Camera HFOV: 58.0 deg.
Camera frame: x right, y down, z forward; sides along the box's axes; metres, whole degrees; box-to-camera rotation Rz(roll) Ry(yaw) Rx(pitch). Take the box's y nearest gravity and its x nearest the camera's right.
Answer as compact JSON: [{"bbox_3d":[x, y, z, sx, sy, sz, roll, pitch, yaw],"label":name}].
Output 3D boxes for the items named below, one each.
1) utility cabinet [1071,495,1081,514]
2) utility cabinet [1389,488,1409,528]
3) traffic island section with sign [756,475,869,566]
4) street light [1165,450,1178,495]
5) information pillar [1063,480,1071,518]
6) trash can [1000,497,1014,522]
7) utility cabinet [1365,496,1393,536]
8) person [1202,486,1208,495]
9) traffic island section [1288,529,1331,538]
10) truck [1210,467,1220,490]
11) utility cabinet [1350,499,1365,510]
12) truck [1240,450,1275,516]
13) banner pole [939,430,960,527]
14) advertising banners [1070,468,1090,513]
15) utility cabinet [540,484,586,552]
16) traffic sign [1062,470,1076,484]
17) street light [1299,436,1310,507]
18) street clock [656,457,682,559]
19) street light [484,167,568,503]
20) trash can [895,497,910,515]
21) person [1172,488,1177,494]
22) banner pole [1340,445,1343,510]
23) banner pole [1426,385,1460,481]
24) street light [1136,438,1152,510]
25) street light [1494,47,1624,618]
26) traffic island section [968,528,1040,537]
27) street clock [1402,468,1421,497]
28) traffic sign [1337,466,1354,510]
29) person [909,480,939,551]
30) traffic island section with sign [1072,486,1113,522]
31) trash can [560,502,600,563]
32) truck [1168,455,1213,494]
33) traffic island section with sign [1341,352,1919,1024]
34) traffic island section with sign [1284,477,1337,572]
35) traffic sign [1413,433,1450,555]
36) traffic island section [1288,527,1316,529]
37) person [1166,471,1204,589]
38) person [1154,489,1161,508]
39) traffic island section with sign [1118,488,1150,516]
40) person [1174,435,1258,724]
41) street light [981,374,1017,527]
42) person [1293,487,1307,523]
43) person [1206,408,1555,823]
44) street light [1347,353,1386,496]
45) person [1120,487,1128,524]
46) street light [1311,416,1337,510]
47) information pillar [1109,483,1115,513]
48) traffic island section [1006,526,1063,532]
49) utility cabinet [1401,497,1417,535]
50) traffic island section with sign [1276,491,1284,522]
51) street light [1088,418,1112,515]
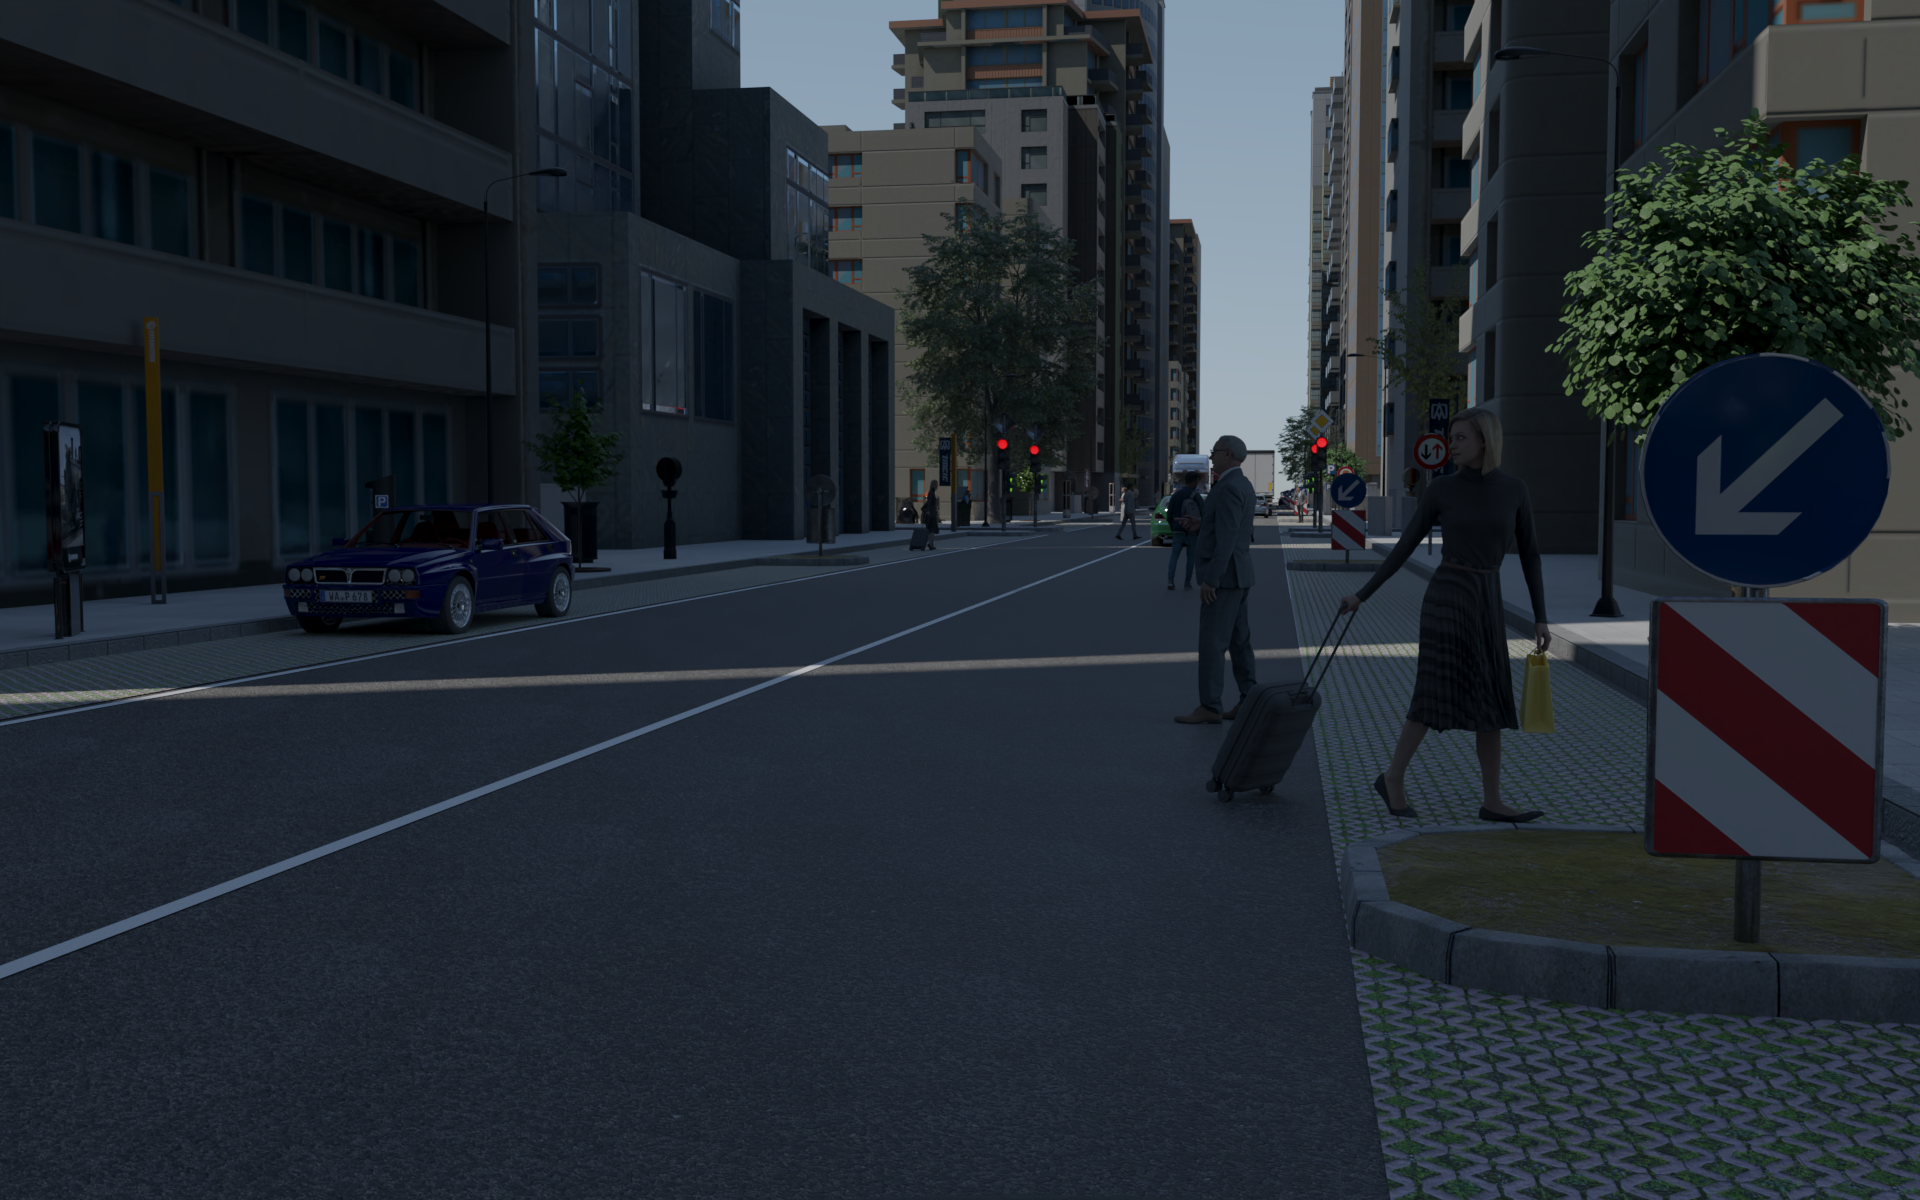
[{"bbox_3d":[7.640,-6.308,114.299,0.306,1.237,1.020,2,4,31],"label":"utility cabinet"},{"bbox_3d":[16.435,-3.440,64.921,0.318,1.500,1.173,3,4,38],"label":"utility cabinet"},{"bbox_3d":[-2.920,-1.624,35.175,1.989,1.847,2.006,1,4,10],"label":"traffic island section with sign"},{"bbox_3d":[22.170,-12.804,181.882,1.470,5.913,1.316,1,4,10],"label":"street light"},{"bbox_3d":[5.670,-5.356,92.055,0.304,2.012,0.304,-2,4,-32],"label":"information pillar"},{"bbox_3d":[2.085,-4.116,78.947,0.748,1.137,0.748,0,3,0],"label":"trash can"},{"bbox_3d":[12.959,-2.585,53.427,0.306,1.237,1.020,-1,4,-17],"label":"utility cabinet"},{"bbox_3d":[12.411,-4.823,87.314,0.822,1.834,0.622,1,4,9],"label":"person"},{"bbox_3d":[12.004,-2.159,57.579,2.009,0.180,2.903,1,4,10],"label":"traffic island section"},{"bbox_3d":[27.914,-11.954,184.356,2.839,4.237,11.283,1,4,10],"label":"truck"},{"bbox_3d":[18.788,-4.297,81.410,1.020,1.237,0.306,-3,4,-37],"label":"utility cabinet"},{"bbox_3d":[19.590,-7.751,115.642,2.839,4.237,11.283,1,4,9],"label":"truck"},{"bbox_3d":[-0.425,-4.726,67.289,0.863,3.779,0.401,1,4,12],"label":"banner pole"},{"bbox_3d":[8.094,-7.389,116.991,0.090,3.025,2.074,3,5,44],"label":"advertising banners"},{"bbox_3d":[-8.643,-1.750,37.295,0.318,1.500,1.173,3,5,44],"label":"utility cabinet"},{"bbox_3d":[5.802,-5.665,92.733,0.768,2.556,0.104,1,4,20],"label":"traffic sign"},{"bbox_3d":[28.175,-10.183,139.028,1.470,5.913,1.316,1,4,10],"label":"street light"},{"bbox_3d":[-5.717,-1.805,34.086,0.471,2.002,0.358,2,4,26],"label":"street clock"},{"bbox_3d":[-6.266,-3.201,24.873,1.470,5.913,1.316,1,4,10],"label":"street light"},{"bbox_3d":[-2.608,-4.101,78.706,0.748,1.137,0.748,0,3,0],"label":"trash can"},{"bbox_3d":[11.964,-5.369,96.764,0.782,1.767,0.515,1,4,11],"label":"person"},{"bbox_3d":[19.613,-6.060,89.100,0.401,3.779,0.863,1,4,13],"label":"banner pole"},{"bbox_3d":[11.196,-3.053,39.934,0.863,3.779,0.401,0,4,2],"label":"banner pole"},{"bbox_3d":[15.308,-10.464,143.633,1.470,5.913,1.316,1,4,10],"label":"street light"},{"bbox_3d":[6.248,-2.785,18.080,1.470,5.913,1.316,1,4,10],"label":"street light"},{"bbox_3d":[1.484,-2.275,59.481,2.009,0.180,2.903,1,4,10],"label":"traffic island section"},{"bbox_3d":[12.404,-2.634,47.639,0.471,2.002,0.358,0,4,-5],"label":"street clock"},{"bbox_3d":[17.610,-4.831,79.092,0.768,2.556,0.104,1,4,12],"label":"traffic sign"},{"bbox_3d":[-0.872,-2.152,43.896,0.699,1.804,1.509,2,4,29],"label":"person"},{"bbox_3d":[6.841,-4.923,89.114,1.989,1.847,2.006,1,4,10],"label":"traffic island section with sign"},{"bbox_3d":[-7.077,-1.264,32.319,0.748,1.137,0.748,0,3,0],"label":"trash can"},{"bbox_3d":[16.682,-8.184,123.563,2.967,4.110,18.799,1,4,9],"label":"truck"},{"bbox_3d":[2.288,0.182,5.654,1.989,1.847,2.006,1,4,10],"label":"traffic island section with sign"},{"bbox_3d":[7.184,-1.472,32.688,1.989,1.847,2.006,1,4,10],"label":"traffic island section with sign"},{"bbox_3d":[9.881,-2.216,36.337,0.768,2.556,0.104,1,4,12],"label":"traffic sign"},{"bbox_3d":[13.426,-2.640,65.437,2.009,0.180,2.903,1,4,10],"label":"traffic island section"},{"bbox_3d":[3.398,-1.051,26.034,0.623,1.781,0.721,1,4,14],"label":"person"},{"bbox_3d":[14.187,-7.087,124.559,0.511,1.800,0.466,1,4,20],"label":"person"},{"bbox_3d":[11.650,-6.545,115.638,1.989,1.847,2.006,1,4,10],"label":"traffic island section with sign"},{"bbox_3d":[1.606,-0.138,10.934,0.590,1.801,0.661,1,4,20],"label":"person"},{"bbox_3d":[1.530,-5.798,67.342,1.470,5.913,1.316,1,4,10],"label":"street light"},{"bbox_3d":[16.777,-4.693,85.415,0.473,1.802,0.592,-3,5,-40],"label":"person"},{"bbox_3d":[1.927,0.057,7.784,1.509,1.804,0.699,3,5,44],"label":"person"},{"bbox_3d":[13.459,-5.177,57.191,1.470,5.913,1.316,1,4,10],"label":"street light"},{"bbox_3d":[7.900,-4.566,83.706,0.362,1.759,0.519,-1,4,-22],"label":"person"},{"bbox_3d":[21.327,-7.843,100.777,1.470,5.913,1.316,1,4,10],"label":"street light"},{"bbox_3d":[10.346,-6.923,117.685,0.304,2.012,0.304,2,4,29],"label":"information pillar"},{"bbox_3d":[2.906,-2.756,67.339,2.009,0.180,2.903,1,4,10],"label":"traffic island section"},{"bbox_3d":[11.390,-2.001,43.876,0.306,1.237,1.020,1,4,20],"label":"utility cabinet"},{"bbox_3d":[17.143,-4.840,87.756,1.989,1.847,2.006,1,4,10],"label":"traffic island section with sign"},{"bbox_3d":[8.573,-8.164,106.020,1.470,5.913,1.316,1,4,10],"label":"street light"}]
